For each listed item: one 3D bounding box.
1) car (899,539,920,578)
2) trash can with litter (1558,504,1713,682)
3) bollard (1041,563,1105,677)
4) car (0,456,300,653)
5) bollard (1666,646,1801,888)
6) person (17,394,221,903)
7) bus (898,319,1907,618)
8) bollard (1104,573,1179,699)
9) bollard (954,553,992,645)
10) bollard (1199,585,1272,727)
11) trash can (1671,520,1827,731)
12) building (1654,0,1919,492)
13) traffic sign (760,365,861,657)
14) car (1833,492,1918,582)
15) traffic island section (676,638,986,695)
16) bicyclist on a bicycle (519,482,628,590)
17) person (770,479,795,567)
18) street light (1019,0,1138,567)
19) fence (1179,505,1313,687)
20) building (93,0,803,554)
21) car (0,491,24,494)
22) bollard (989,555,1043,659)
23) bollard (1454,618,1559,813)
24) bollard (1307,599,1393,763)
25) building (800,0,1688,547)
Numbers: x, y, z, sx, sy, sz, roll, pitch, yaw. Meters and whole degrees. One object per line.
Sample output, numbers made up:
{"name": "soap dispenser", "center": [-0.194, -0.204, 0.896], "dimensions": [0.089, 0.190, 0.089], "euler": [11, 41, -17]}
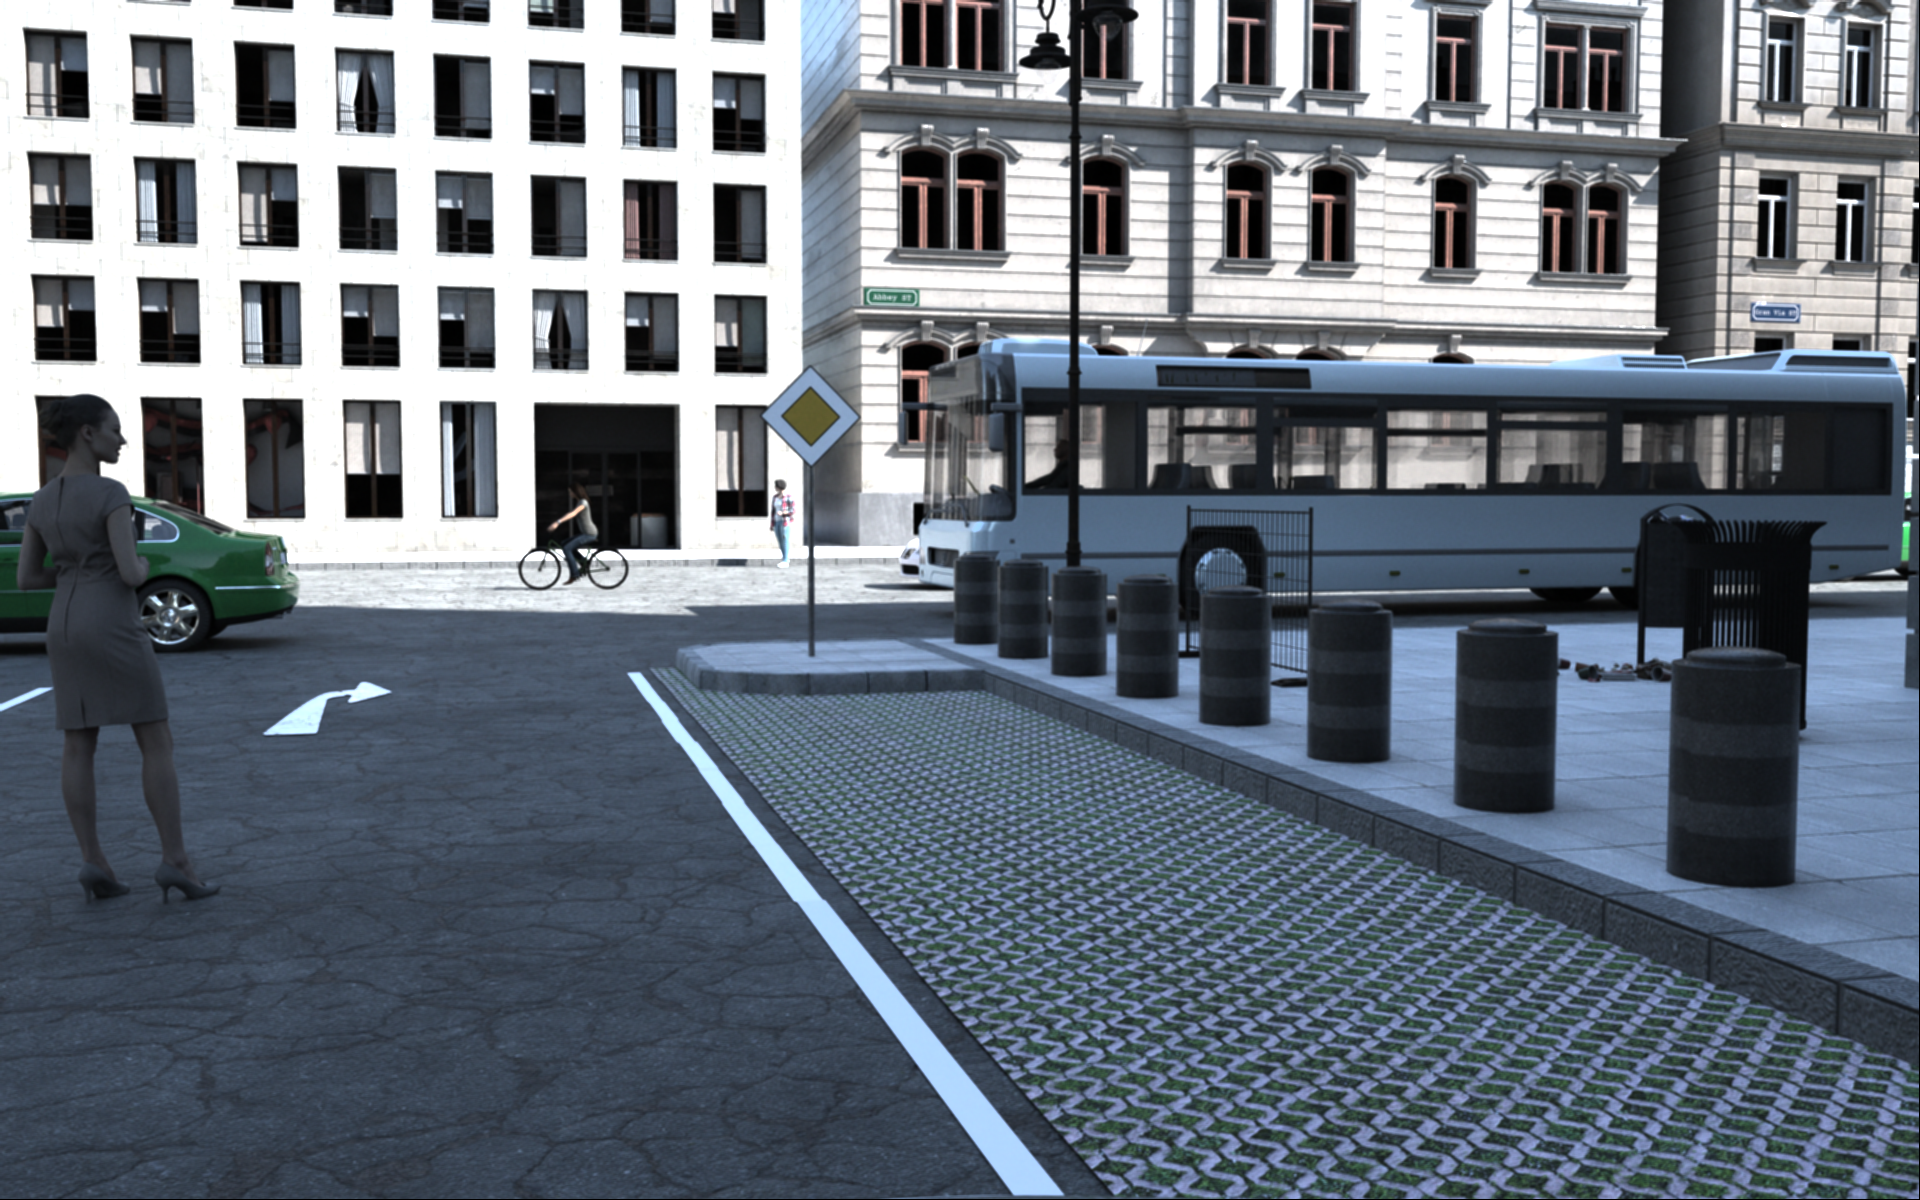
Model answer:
{"name": "car", "center": [1.436, -0.894, 26.976], "dimensions": [4.827, 1.381, 2.083], "euler": [-1, 4, -17]}
{"name": "trash can with litter", "center": [4.660, -0.076, 12.305], "dimensions": [2.233, 1.210, 1.678], "euler": [-1, 4, -9]}
{"name": "bollard", "center": [0.849, 0.146, 12.335], "dimensions": [0.404, 0.777, 0.398], "euler": [0, 3, 0]}
{"name": "car", "center": [-8.648, -0.443, 16.037], "dimensions": [4.718, 1.807, 1.959], "euler": [-1, 4, -15]}
{"name": "bollard", "center": [2.595, 0.544, 5.815], "dimensions": [0.404, 0.777, 0.398], "euler": [0, 3, 0]}
{"name": "person", "center": [-2.984, 0.166, 6.120], "dimensions": [0.599, 1.781, 0.374], "euler": [1, 4, 18]}
{"name": "bus", "center": [5.324, -1.625, 21.435], "dimensions": [13.247, 3.499, 2.948], "euler": [-1, 4, -16]}
{"name": "bollard", "center": [1.195, 0.225, 11.034], "dimensions": [0.404, 0.777, 0.398], "euler": [0, 3, 0]}
{"name": "bollard", "center": [0.147, -0.013, 14.937], "dimensions": [0.404, 0.777, 0.398], "euler": [0, 3, 0]}
{"name": "bollard", "center": [1.546, 0.305, 9.731], "dimensions": [0.404, 0.777, 0.398], "euler": [0, 3, 0]}
{"name": "trash can", "center": [4.150, 0.153, 9.159], "dimensions": [0.748, 1.137, 0.748], "euler": [0, 3, 0]}
{"name": "building", "center": [30.622, -15.752, 54.803], "dimensions": [25.104, 27.353, 12.463], "euler": [-1, 4, -15]}
{"name": "traffic sign", "center": [-1.176, -0.611, 13.630], "dimensions": [0.795, 2.450, 0.064], "euler": [-1, 4, -15]}
{"name": "car", "center": [15.533, -1.253, 29.282], "dimensions": [4.718, 1.807, 1.959], "euler": [-1, 4, -13]}
{"name": "traffic island section", "center": [-1.155, 0.524, 13.714], "dimensions": [2.009, 0.180, 2.903], "euler": [-1, 4, -15]}
{"name": "bicyclist on a bicycle", "center": [-5.781, -0.970, 25.887], "dimensions": [1.625, 1.676, 1.499], "euler": [-1, 4, -15]}
{"name": "person", "center": [-3.480, -1.518, 34.164], "dimensions": [0.563, 1.720, 0.643], "euler": [3, 4, 36]}
{"name": "street light", "center": [0.900, -2.496, 13.599], "dimensions": [0.468, 5.910, 1.993], "euler": [-1, 4, -15]}
{"name": "fence", "center": [2.069, -0.086, 12.608], "dimensions": [0.480, 1.192, 2.264], "euler": [-1, 4, -15]}
{"name": "building", "center": [-13.072, -11.467, 42.240], "dimensions": [16.860, 20.320, 10.420], "euler": [-1, 4, -15]}
{"name": "car", "center": [-11.777, -0.815, 22.125], "dimensions": [4.718, 1.807, 1.959], "euler": [-1, 4, -14]}
{"name": "bollard", "center": [0.498, 0.066, 13.636], "dimensions": [0.404, 0.777, 0.398], "euler": [0, 3, 0]}
{"name": "bollard", "center": [2.247, 0.464, 7.130], "dimensions": [0.404, 0.777, 0.398], "euler": [0, 3, 0]}
{"name": "bollard", "center": [1.895, 0.385, 8.430], "dimensions": [0.404, 0.777, 0.398], "euler": [0, 3, 0]}
{"name": "building", "center": [6.704, -16.043, 49.693], "dimensions": [23.554, 28.519, 14.401], "euler": [-1, 4, -15]}
